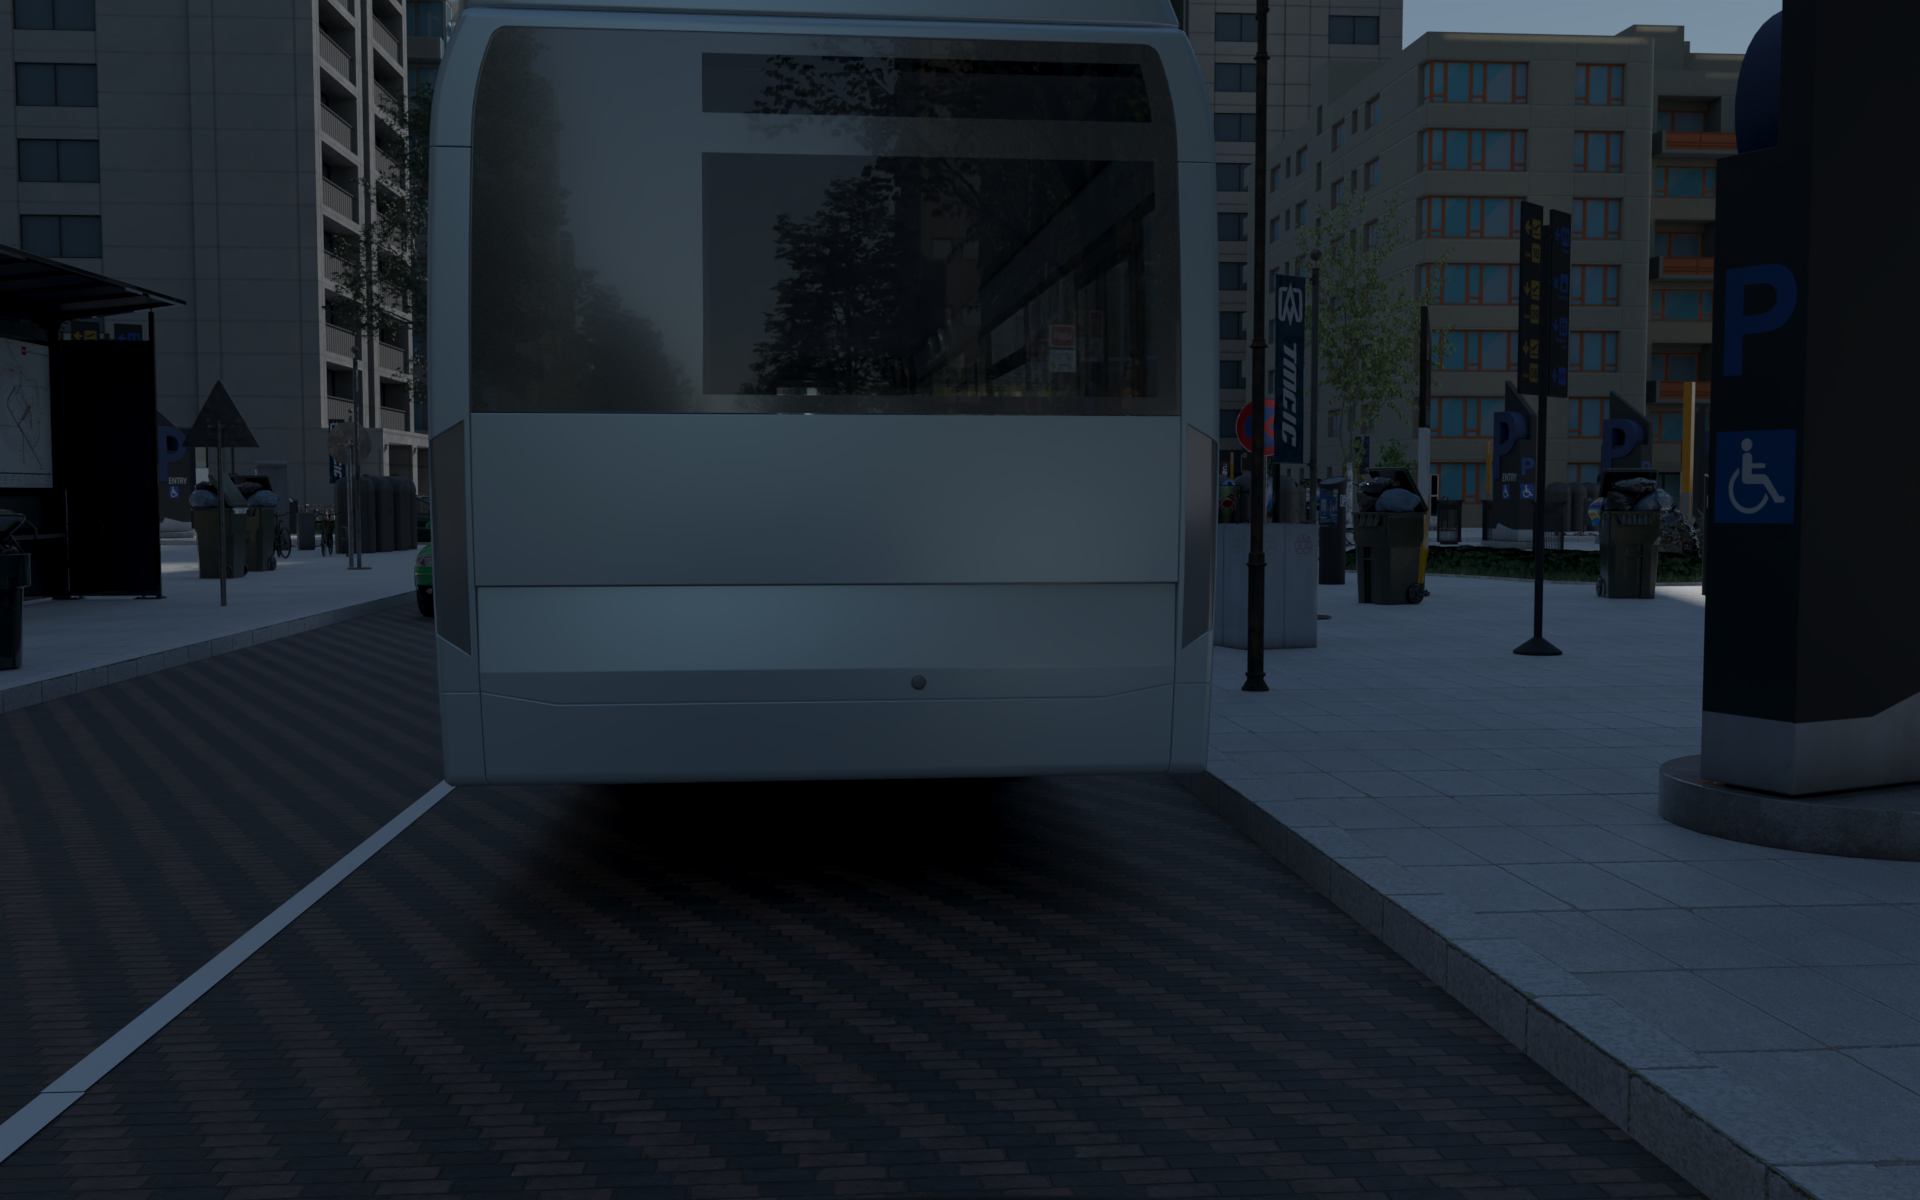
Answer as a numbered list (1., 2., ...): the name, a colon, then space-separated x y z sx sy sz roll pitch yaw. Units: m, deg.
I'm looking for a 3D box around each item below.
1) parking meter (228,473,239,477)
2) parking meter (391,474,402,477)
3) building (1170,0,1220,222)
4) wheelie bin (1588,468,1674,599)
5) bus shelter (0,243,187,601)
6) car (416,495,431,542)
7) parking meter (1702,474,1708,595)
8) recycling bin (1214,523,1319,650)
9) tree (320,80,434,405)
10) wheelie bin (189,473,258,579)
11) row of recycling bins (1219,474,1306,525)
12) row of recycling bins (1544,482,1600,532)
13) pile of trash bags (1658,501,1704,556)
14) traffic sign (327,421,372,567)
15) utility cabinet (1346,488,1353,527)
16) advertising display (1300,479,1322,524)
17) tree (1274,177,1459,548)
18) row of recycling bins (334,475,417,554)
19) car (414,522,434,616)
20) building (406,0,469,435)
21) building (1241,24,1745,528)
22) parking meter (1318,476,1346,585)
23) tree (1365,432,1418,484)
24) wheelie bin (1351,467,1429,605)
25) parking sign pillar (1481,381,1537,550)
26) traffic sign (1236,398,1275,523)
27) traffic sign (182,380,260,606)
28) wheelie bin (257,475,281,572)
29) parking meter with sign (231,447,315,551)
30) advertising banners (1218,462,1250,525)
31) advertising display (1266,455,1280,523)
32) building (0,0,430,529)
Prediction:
1. parking meter: -20.536 -2.654 49.108 0.255 1.863 0.399 0 4 -5
2. parking meter: -16.688 -2.797 51.442 0.255 1.863 0.399 1 4 14
3. building: 13.450 -40.754 104.579 20.563 71.187 20.611 0 4 -5
4. wheelie bin: 8.283 -0.823 21.360 0.980 1.594 0.693 0 4 8
5. bus shelter: -10.004 -1.637 18.051 1.731 3.624 6.357 0 4 -5
6. car: -14.572 -2.251 46.597 4.222 1.686 2.009 0 4 -3
7. parking meter: 9.599 -0.825 21.900 0.372 1.533 0.369 0 3 0
8. recycling bin: 2.536 -0.127 14.637 0.722 1.027 0.722 -2 4 -23
9. tree: -9.386 -6.223 36.165 8.767 10.594 7.601 0 4 -2
10. wheelie bin: -11.304 -1.132 26.410 0.693 1.594 0.980 0 4 0
11. row of recycling bins: 5.706 -1.783 36.269 3.534 1.692 1.069 -3 4 -37
12. row of recycling bins: 21.310 -3.207 59.551 3.534 1.692 1.069 -3 5 -41
13. pile of trash bags: 12.970 -1.159 28.698 1.912 1.369 3.447 -1 4 -16
14. traffic sign: -10.706 -1.852 30.392 0.768 2.556 0.104 0 4 -4
15. utility cabinet: 14.586 -3.483 65.625 0.318 1.500 1.173 2 4 25
16. advertising display: 14.616 -4.097 72.199 0.974 1.923 0.123 -1 4 -16
17. tree: 9.555 -5.562 41.303 4.737 8.622 4.395 0 3 0
18. row of recycling bins: -13.040 -1.943 38.881 1.069 1.692 3.534 0 4 1
19. car: -5.587 -0.798 21.837 1.959 1.807 4.718 0 4 -4
20. building: -48.389 -33.978 175.155 30.456 49.044 23.786 0 4 -5
21. building: 30.658 -14.370 79.994 28.899 21.520 27.650 0 4 -5
22. parking meter: 5.288 -0.990 24.592 0.372 1.533 0.369 0 3 0
23. tree: 13.306 -3.617 53.733 1.663 3.219 1.824 0 3 0
24. wheelie bin: 5.011 -0.754 20.230 0.693 1.594 0.980 -2 4 -28
25. parking sign pillar: 12.982 -3.186 40.558 1.447 3.967 1.447 -1 4 -10
26. traffic sign: 4.045 -1.405 23.074 0.768 2.556 0.104 0 4 2
27. traffic sign: -8.431 -1.208 19.758 0.884 2.594 0.081 0 4 0
28. wheelie bin: -11.770 -1.276 28.776 0.980 1.594 0.693 0 4 0
29. parking meter with sign: -15.600 -2.632 39.299 1.738 3.016 0.543 -2 4 -30
30. advertising banners: 3.191 -1.760 24.964 2.074 3.025 0.090 2 4 33
31. advertising display: 5.029 -1.410 28.260 0.123 1.923 0.974 0 4 -5
32. building: -32.366 -38.729 71.472 20.563 71.187 20.611 0 4 -5
